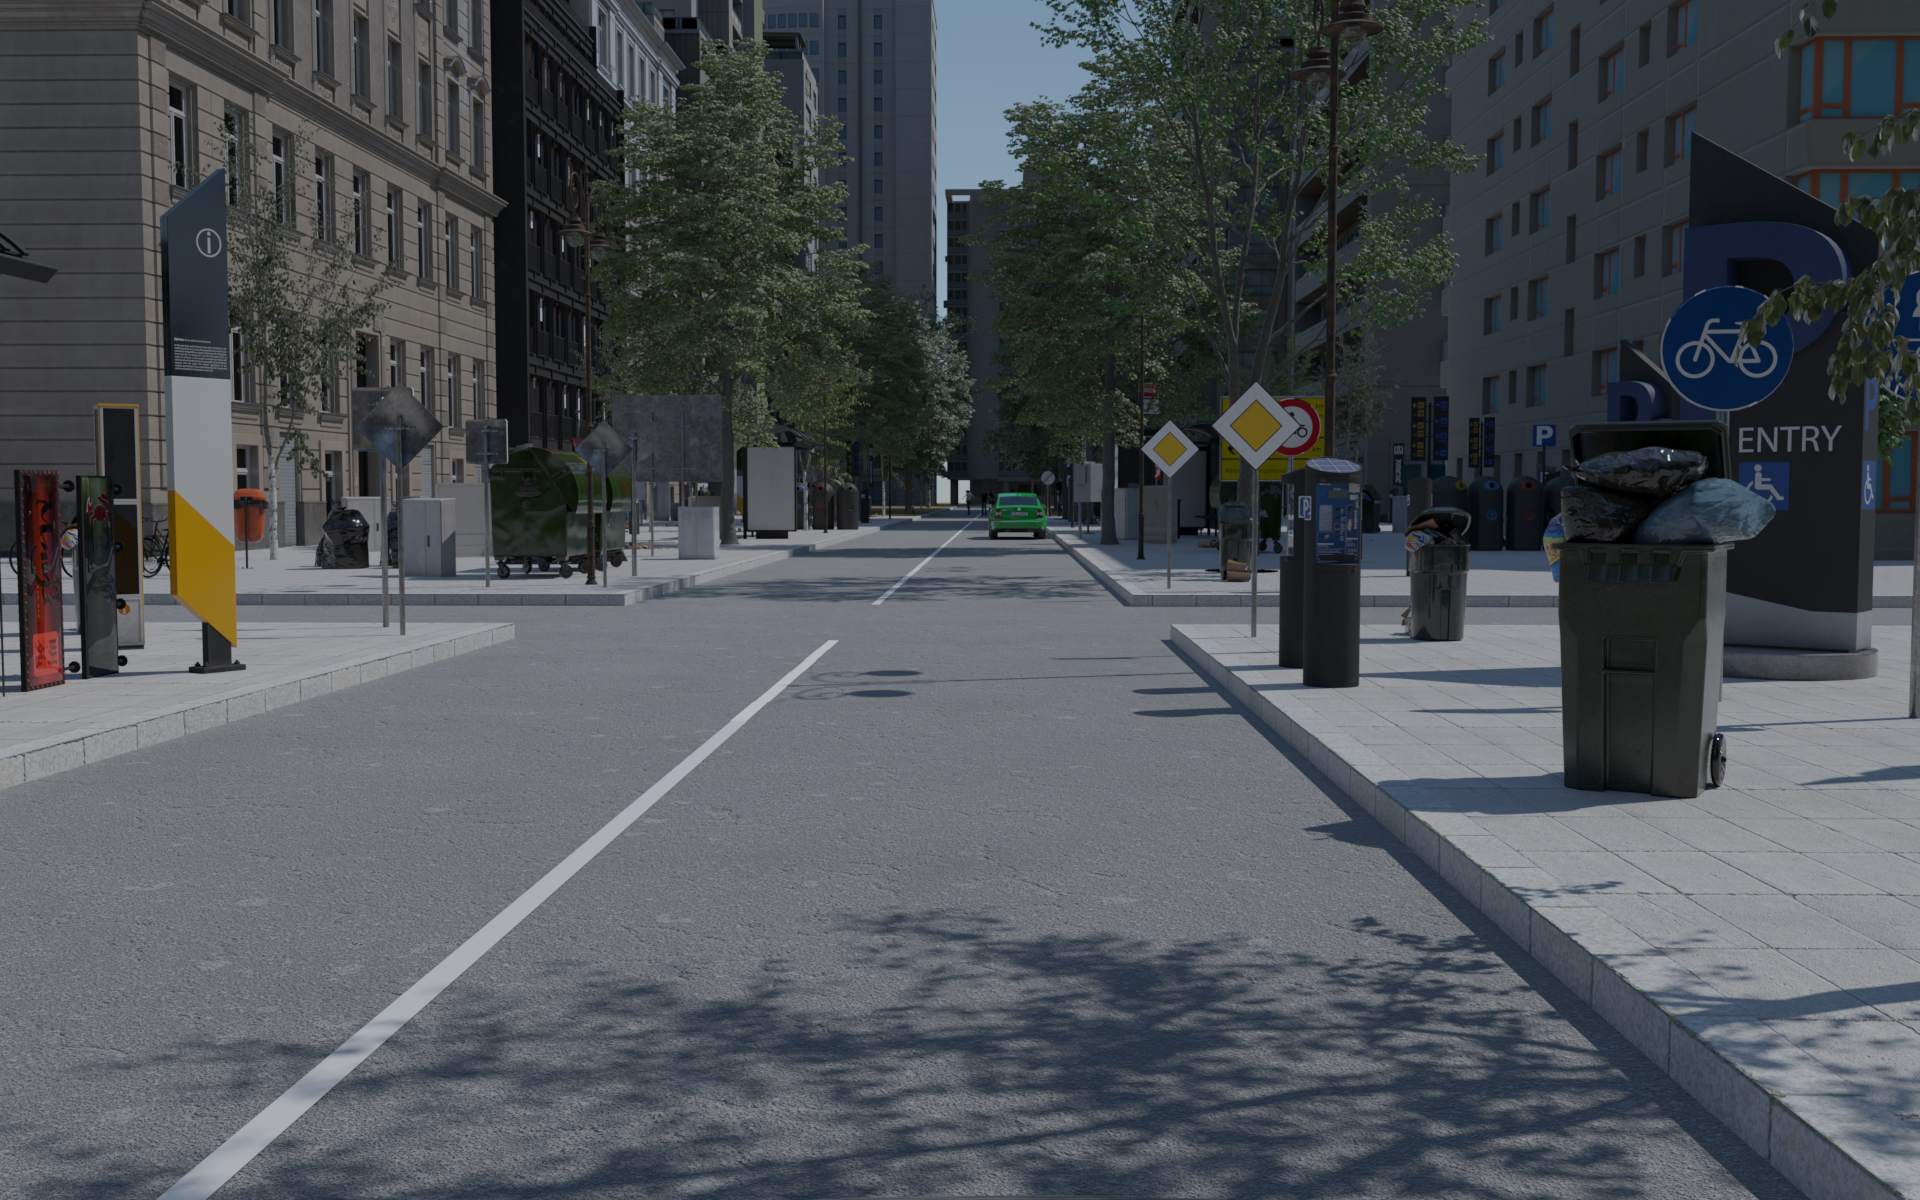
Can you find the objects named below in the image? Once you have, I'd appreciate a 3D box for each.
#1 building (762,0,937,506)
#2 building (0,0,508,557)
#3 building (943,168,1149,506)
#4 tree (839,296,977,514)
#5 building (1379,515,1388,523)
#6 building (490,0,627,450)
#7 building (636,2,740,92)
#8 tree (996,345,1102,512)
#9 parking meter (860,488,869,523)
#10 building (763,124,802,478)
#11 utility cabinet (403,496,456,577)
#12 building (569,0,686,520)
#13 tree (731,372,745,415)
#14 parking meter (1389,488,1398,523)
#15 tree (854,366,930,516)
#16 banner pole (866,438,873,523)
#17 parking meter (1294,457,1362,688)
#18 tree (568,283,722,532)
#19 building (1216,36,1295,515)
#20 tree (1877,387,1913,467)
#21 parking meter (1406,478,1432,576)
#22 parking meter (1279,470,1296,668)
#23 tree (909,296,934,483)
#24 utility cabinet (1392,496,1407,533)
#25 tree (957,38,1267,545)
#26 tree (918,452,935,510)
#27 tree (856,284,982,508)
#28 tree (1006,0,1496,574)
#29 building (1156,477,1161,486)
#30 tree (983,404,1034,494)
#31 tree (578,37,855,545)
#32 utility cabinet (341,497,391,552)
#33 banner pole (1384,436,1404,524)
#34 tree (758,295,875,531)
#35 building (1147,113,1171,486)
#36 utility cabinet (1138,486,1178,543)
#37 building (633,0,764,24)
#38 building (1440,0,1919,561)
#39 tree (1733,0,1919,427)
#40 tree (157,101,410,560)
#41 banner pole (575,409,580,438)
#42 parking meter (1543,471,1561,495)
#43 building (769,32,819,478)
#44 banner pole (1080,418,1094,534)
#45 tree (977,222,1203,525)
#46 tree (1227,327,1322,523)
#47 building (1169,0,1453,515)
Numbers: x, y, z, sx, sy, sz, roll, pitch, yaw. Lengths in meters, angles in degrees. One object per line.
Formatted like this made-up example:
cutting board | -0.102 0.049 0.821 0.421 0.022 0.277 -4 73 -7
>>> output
building | -16.853 -40.433 203.073 28.212 58.520 21.231 0 4 1
building | -21.678 -15.245 46.522 12.463 27.353 25.104 0 4 1
building | 10.180 -31.586 208.308 23.993 40.220 32.217 0 4 1
tree | -3.204 -12.464 110.448 9.857 13.997 8.962 0 3 0
building | 29.170 -28.304 86.473 21.300 48.544 21.600 0 4 1
building | -20.785 -14.520 67.086 12.332 23.373 15.834 0 4 1
building | -21.360 -20.454 106.127 14.160 30.474 14.107 0 4 1
tree | 7.185 -13.444 126.462 9.857 13.997 8.962 0 3 0
parking meter | -4.206 -4.160 76.433 0.372 1.533 0.369 0 3 0
building | -20.150 -22.202 134.699 14.160 30.474 14.107 0 4 1
utility cabinet | -8.304 -0.972 27.047 1.020 1.237 0.306 3 4 37
building | -21.828 -18.291 84.958 13.634 28.700 20.117 0 4 1
tree | -11.397 -7.567 74.081 4.360 8.622 3.978 0 3 0
parking meter | 19.043 -4.140 76.100 0.372 1.533 0.369 0 3 0
tree | -4.157 -9.099 99.130 4.360 8.622 3.978 0 3 0
banner pole | -4.039 -5.349 77.467 0.401 3.779 0.863 1 4 20
parking meter | 2.490 -0.194 11.582 0.372 1.533 0.369 0 3 0
tree | -10.669 -6.599 58.259 4.360 8.622 3.978 0 3 0
building | 23.656 -20.892 113.283 14.160 30.474 14.107 0 4 1
tree | 13.032 -2.597 26.174 4.285 4.588 4.351 0 3 0
parking meter | 7.170 -1.139 27.041 0.372 1.533 0.369 0 3 0
parking meter | 2.561 -0.271 12.846 0.372 1.533 0.369 0 3 0
tree | -4.461 -10.087 83.050 7.486 12.596 7.792 0 3 0
utility cabinet | 14.790 -2.811 57.129 1.020 1.237 0.306 3 4 39
tree | 3.830 -7.655 43.287 7.486 12.596 7.792 0 3 0
tree | -3.288 -11.712 141.857 4.737 8.622 4.395 0 3 0
tree | -3.825 -18.548 159.145 12.611 20.169 13.585 0 3 0
tree | 4.610 -6.247 27.893 9.928 11.665 9.643 0 3 0
building | 28.429 -43.582 150.818 20.563 71.187 20.611 0 4 1
tree | 7.168 -16.003 172.025 12.009 13.543 11.850 0 3 0
tree | -5.835 -7.652 43.240 7.486 12.596 7.792 0 3 0
utility cabinet | -13.182 -1.672 38.492 1.020 1.237 0.306 -3 5 -44
banner pole | 18.788 -5.191 74.884 0.863 3.779 0.401 2 4 27
tree | -5.299 -6.726 60.328 4.737 8.622 4.395 0 3 0
building | 29.055 -33.583 199.187 14.200 45.320 14.600 0 4 1
utility cabinet | 5.165 -2.242 45.336 0.318 1.500 1.173 -3 4 -38
building | -21.390 -26.690 119.978 14.154 41.232 14.086 0 4 1
building | 30.937 -12.305 46.224 28.899 21.520 27.650 0 4 1
tree | 3.417 -3.315 4.557 4.360 8.622 3.978 0 3 0
tree | -13.126 -5.086 33.516 4.360 8.622 3.978 0 3 0
banner pole | -11.222 -3.728 50.964 0.401 3.779 0.863 -1 4 -14
parking meter | 14.663 -2.276 42.930 0.399 1.863 0.255 1 4 17
building | -20.107 -28.934 156.672 14.086 41.232 14.154 0 4 1
banner pole | 4.019 -4.006 55.521 0.401 3.779 0.863 2 4 29
tree | 5.514 -9.527 72.777 9.611 12.733 9.660 0 3 0
tree | 13.847 -7.662 75.641 4.737 8.622 4.395 0 3 0
building | 27.493 -30.994 130.461 21.300 48.544 21.600 0 4 1
